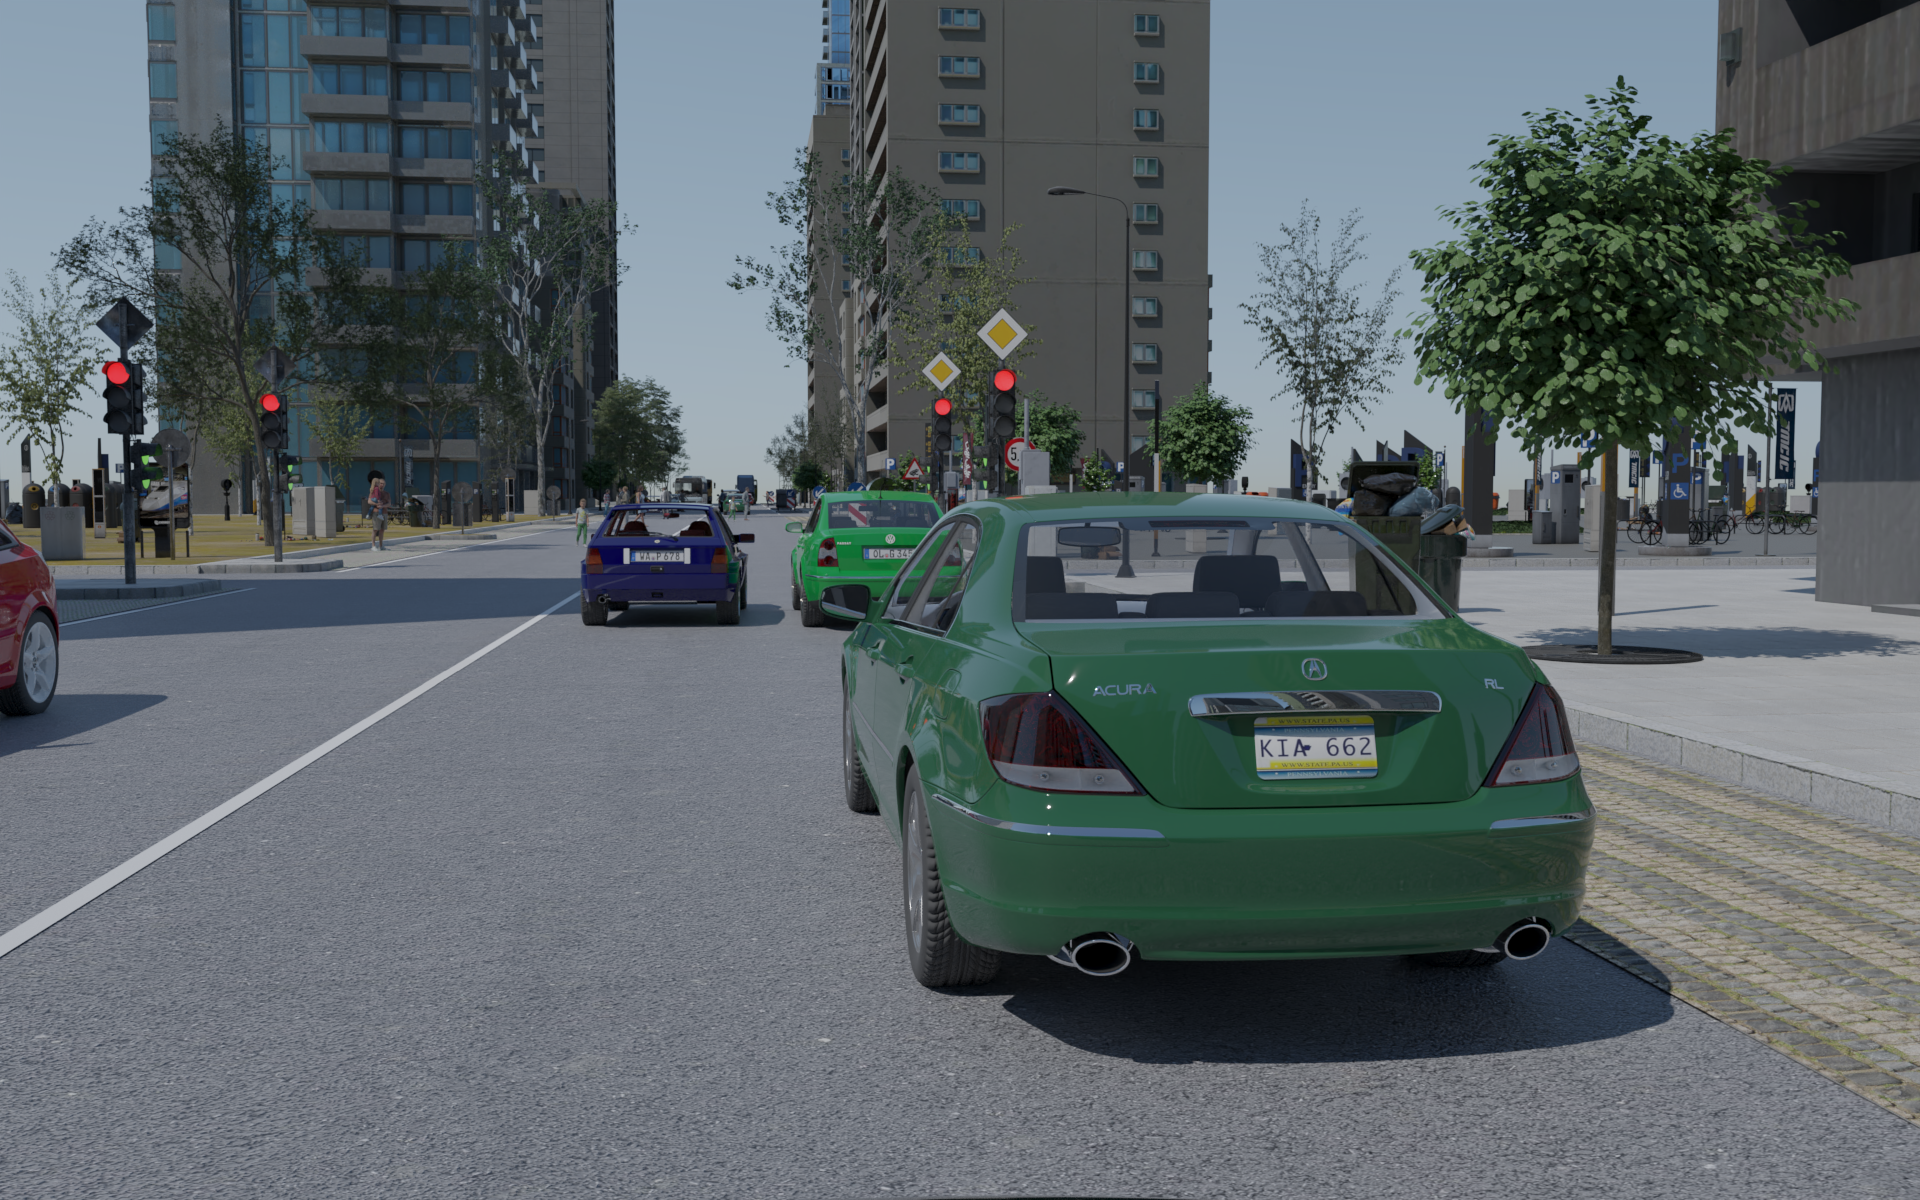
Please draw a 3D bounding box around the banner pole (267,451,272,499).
[{"bbox_3d":[-40.477,-6.824,101.589,0.401,3.779,0.863,-3,5,-44],"label":"banner pole"}]

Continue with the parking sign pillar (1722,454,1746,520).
[{"bbox_3d":[39.001,-6.030,87.070,1.447,3.967,1.447,1,4,13],"label":"parking sign pillar"}]

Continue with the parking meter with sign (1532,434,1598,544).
[{"bbox_3d":[15.524,-2.950,44.493,1.738,3.016,0.543,-2,4,-25],"label":"parking meter with sign"}]

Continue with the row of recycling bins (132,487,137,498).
[{"bbox_3d":[-33.560,-3.843,69.952,1.069,1.692,3.534,0,4,0],"label":"row of recycling bins"}]

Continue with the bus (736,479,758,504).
[{"bbox_3d":[-31.032,-15.966,252.587,2.896,3.916,12.252,-1,4,-9],"label":"bus"}]

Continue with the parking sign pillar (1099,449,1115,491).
[{"bbox_3d":[8.671,-7.002,102.955,1.447,3.967,1.447,-2,4,-28],"label":"parking sign pillar"}]

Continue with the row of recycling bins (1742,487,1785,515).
[{"bbox_3d":[44.494,-5.449,96.205,1.069,1.692,3.534,-1,4,-12],"label":"row of recycling bins"}]

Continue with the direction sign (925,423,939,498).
[{"bbox_3d":[-0.848,-3.854,55.008,0.379,3.537,0.876,-2,4,-35],"label":"direction sign"}]

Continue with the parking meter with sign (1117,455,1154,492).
[{"bbox_3d":[7.457,-4.733,73.648,1.738,3.016,0.543,2,4,26],"label":"parking meter with sign"}]

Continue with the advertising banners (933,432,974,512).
[{"bbox_3d":[-0.219,-3.266,49.580,0.090,3.025,2.074,-2,4,-35],"label":"advertising banners"}]

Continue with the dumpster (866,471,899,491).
[{"bbox_3d":[-3.227,-4.346,73.545,1.502,2.255,1.985,0,4,-7],"label":"dumpster"}]

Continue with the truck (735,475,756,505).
[{"bbox_3d":[-29.248,-15.040,235.663,2.967,4.110,18.799,0,4,-6],"label":"truck"}]

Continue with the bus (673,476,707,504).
[{"bbox_3d":[-26.014,-10.572,167.706,2.948,3.499,13.247,0,4,-6],"label":"bus"}]

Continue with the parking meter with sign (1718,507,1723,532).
[{"bbox_3d":[24.668,-3.772,57.936,1.738,3.016,0.543,-1,4,-13],"label":"parking meter with sign"}]

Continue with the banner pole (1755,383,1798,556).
[{"bbox_3d":[16.969,-2.808,35.936,0.863,3.779,0.401,-1,4,-13],"label":"banner pole"}]

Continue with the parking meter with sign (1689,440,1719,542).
[{"bbox_3d":[20.179,-3.119,47.257,0.543,3.016,1.738,2,4,32],"label":"parking meter with sign"}]

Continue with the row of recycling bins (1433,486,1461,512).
[{"bbox_3d":[25.440,-5.319,94.072,3.534,1.692,1.069,2,4,34],"label":"row of recycling bins"}]

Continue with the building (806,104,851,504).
[{"bbox_3d":[-7.720,-36.040,212.961,21.300,48.544,21.600,0,4,-7],"label":"building"}]

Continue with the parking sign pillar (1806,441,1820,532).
[{"bbox_3d":[29.888,-4.339,59.418,1.447,3.967,1.447,-1,4,-23],"label":"parking sign pillar"}]

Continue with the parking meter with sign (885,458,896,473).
[{"bbox_3d":[-3.061,-5.448,85.328,0.543,3.016,1.738,1,4,23],"label":"parking meter with sign"}]

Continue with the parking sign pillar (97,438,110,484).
[{"bbox_3d":[-41.401,-5.823,83.686,1.447,3.967,1.447,-2,4,-28],"label":"parking sign pillar"}]

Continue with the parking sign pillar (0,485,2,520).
[{"bbox_3d":[-18.604,-2.675,32.207,1.447,3.967,1.447,2,4,28],"label":"parking sign pillar"}]

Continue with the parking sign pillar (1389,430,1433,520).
[{"bbox_3d":[19.005,-5.117,72.142,1.447,3.967,1.447,3,5,44],"label":"parking sign pillar"}]

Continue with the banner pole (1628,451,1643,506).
[{"bbox_3d":[32.396,-5.676,82.821,0.863,3.779,0.401,1,4,12],"label":"banner pole"}]

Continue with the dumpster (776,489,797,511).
[{"bbox_3d":[-15.059,-8.674,150.037,1.865,1.857,1.264,0,4,-8],"label":"dumpster"}]

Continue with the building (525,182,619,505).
[{"bbox_3d":[-56.115,-31.217,202.278,32.217,40.220,23.993,0,4,-7],"label":"building"}]

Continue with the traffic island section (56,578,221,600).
[{"bbox_3d":[-11.889,-0.153,24.790,2.009,0.180,2.903,0,4,-7],"label":"traffic island section"}]

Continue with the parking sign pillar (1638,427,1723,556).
[{"bbox_3d":[15.063,-2.930,36.380,1.447,3.967,1.447,1,4,17],"label":"parking sign pillar"}]

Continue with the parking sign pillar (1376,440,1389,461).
[{"bbox_3d":[21.122,-5.918,85.229,1.447,3.967,1.447,1,4,14],"label":"parking sign pillar"}]

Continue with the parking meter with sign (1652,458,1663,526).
[{"bbox_3d":[27.788,-4.391,68.052,0.543,3.016,1.738,0,4,1],"label":"parking meter with sign"}]

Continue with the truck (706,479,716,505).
[{"bbox_3d":[-33.615,-14.067,225.916,3.469,3.379,9.791,-1,4,-8],"label":"truck"}]

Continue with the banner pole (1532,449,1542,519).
[{"bbox_3d":[20.347,-4.346,61.077,0.401,3.779,0.863,0,4,-4],"label":"banner pole"}]

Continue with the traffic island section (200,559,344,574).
[{"bbox_3d":[-12.889,-0.638,32.713,2.009,0.180,2.903,0,4,-7],"label":"traffic island section"}]

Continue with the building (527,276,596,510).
[{"bbox_3d":[-47.052,-18.670,150.293,27.650,21.520,28.899,0,4,-7],"label":"building"}]

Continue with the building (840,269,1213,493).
[{"bbox_3d":[4.326,-18.592,149.016,27.650,21.520,28.899,0,4,-7],"label":"building"}]

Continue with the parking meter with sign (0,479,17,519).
[{"bbox_3d":[-49.146,-5.656,88.731,1.738,3.016,0.543,0,4,3],"label":"parking meter with sign"}]

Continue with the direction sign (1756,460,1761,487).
[{"bbox_3d":[53.604,-7.619,116.572,0.379,3.537,0.876,-1,4,-11],"label":"direction sign"}]

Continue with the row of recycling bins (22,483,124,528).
[{"bbox_3d":[-33.523,-3.555,65.232,3.534,1.692,1.069,0,4,1],"label":"row of recycling bins"}]

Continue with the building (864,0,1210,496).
[{"bbox_3d":[4.653,-30.474,121.947,21.300,48.544,21.600,0,4,-7],"label":"building"}]

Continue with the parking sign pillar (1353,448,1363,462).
[{"bbox_3d":[23.801,-6.994,102.830,1.447,3.967,1.447,3,4,39],"label":"parking sign pillar"}]

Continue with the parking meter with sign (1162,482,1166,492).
[{"bbox_3d":[12.828,-7.016,110.970,1.738,3.016,0.543,-1,4,-17],"label":"parking meter with sign"}]

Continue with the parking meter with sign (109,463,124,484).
[{"bbox_3d":[-48.331,-6.288,99.062,1.738,3.016,0.543,3,5,41],"label":"parking meter with sign"}]

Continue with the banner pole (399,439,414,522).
[{"bbox_3d":[-25.334,-5.452,79.153,0.401,3.779,0.863,3,5,41],"label":"banner pole"}]

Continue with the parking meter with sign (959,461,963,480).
[{"bbox_3d":[-0.318,-5.247,82.045,0.543,3.016,1.738,3,5,42],"label":"parking meter with sign"}]

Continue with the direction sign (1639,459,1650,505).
[{"bbox_3d":[32.205,-5.473,81.479,0.876,3.537,0.379,-3,4,-38],"label":"direction sign"}]

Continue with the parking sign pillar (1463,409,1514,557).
[{"bbox_3d":[10.670,-2.884,35.624,1.447,3.967,1.447,1,4,8],"label":"parking sign pillar"}]

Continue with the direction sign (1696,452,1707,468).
[{"bbox_3d":[39.659,-6.169,92.858,0.876,3.537,0.379,-1,4,-23],"label":"direction sign"}]

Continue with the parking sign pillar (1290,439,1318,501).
[{"bbox_3d":[16.779,-5.870,84.448,1.447,3.967,1.447,-1,4,-15],"label":"parking sign pillar"}]

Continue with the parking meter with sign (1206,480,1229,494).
[{"bbox_3d":[13.044,-5.523,86.562,1.738,3.016,0.543,-1,4,-23],"label":"parking meter with sign"}]

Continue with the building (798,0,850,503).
[{"bbox_3d":[-12.103,-57.451,251.995,22.319,86.520,31.000,0,4,-7],"label":"building"}]

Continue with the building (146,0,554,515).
[{"bbox_3d":[-41.576,-30.622,120.286,23.786,49.044,30.456,0,4,-7],"label":"building"}]

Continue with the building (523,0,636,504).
[{"bbox_3d":[-52.876,-48.069,224.177,20.563,71.187,20.611,0,4,-7],"label":"building"}]

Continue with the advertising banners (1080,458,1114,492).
[{"bbox_3d":[6.805,-5.343,83.547,2.074,3.025,0.090,0,4,-1],"label":"advertising banners"}]

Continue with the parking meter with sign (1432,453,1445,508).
[{"bbox_3d":[19.710,-4.739,73.735,1.738,3.016,0.543,-1,4,-16],"label":"parking meter with sign"}]

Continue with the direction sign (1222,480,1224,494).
[{"bbox_3d":[8.696,-3.990,57.238,0.379,3.537,0.876,1,4,19],"label":"direction sign"}]

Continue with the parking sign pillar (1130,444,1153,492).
[{"bbox_3d":[8.515,-5.630,80.515,1.447,3.967,1.447,0,4,2],"label":"parking sign pillar"}]

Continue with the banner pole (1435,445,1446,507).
[{"bbox_3d":[24.741,-6.061,89.112,0.863,3.779,0.401,-2,4,-26],"label":"banner pole"}]

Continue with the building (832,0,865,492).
[{"bbox_3d":[-2.232,-44.852,171.579,20.563,71.187,20.611,0,4,-7],"label":"building"}]
